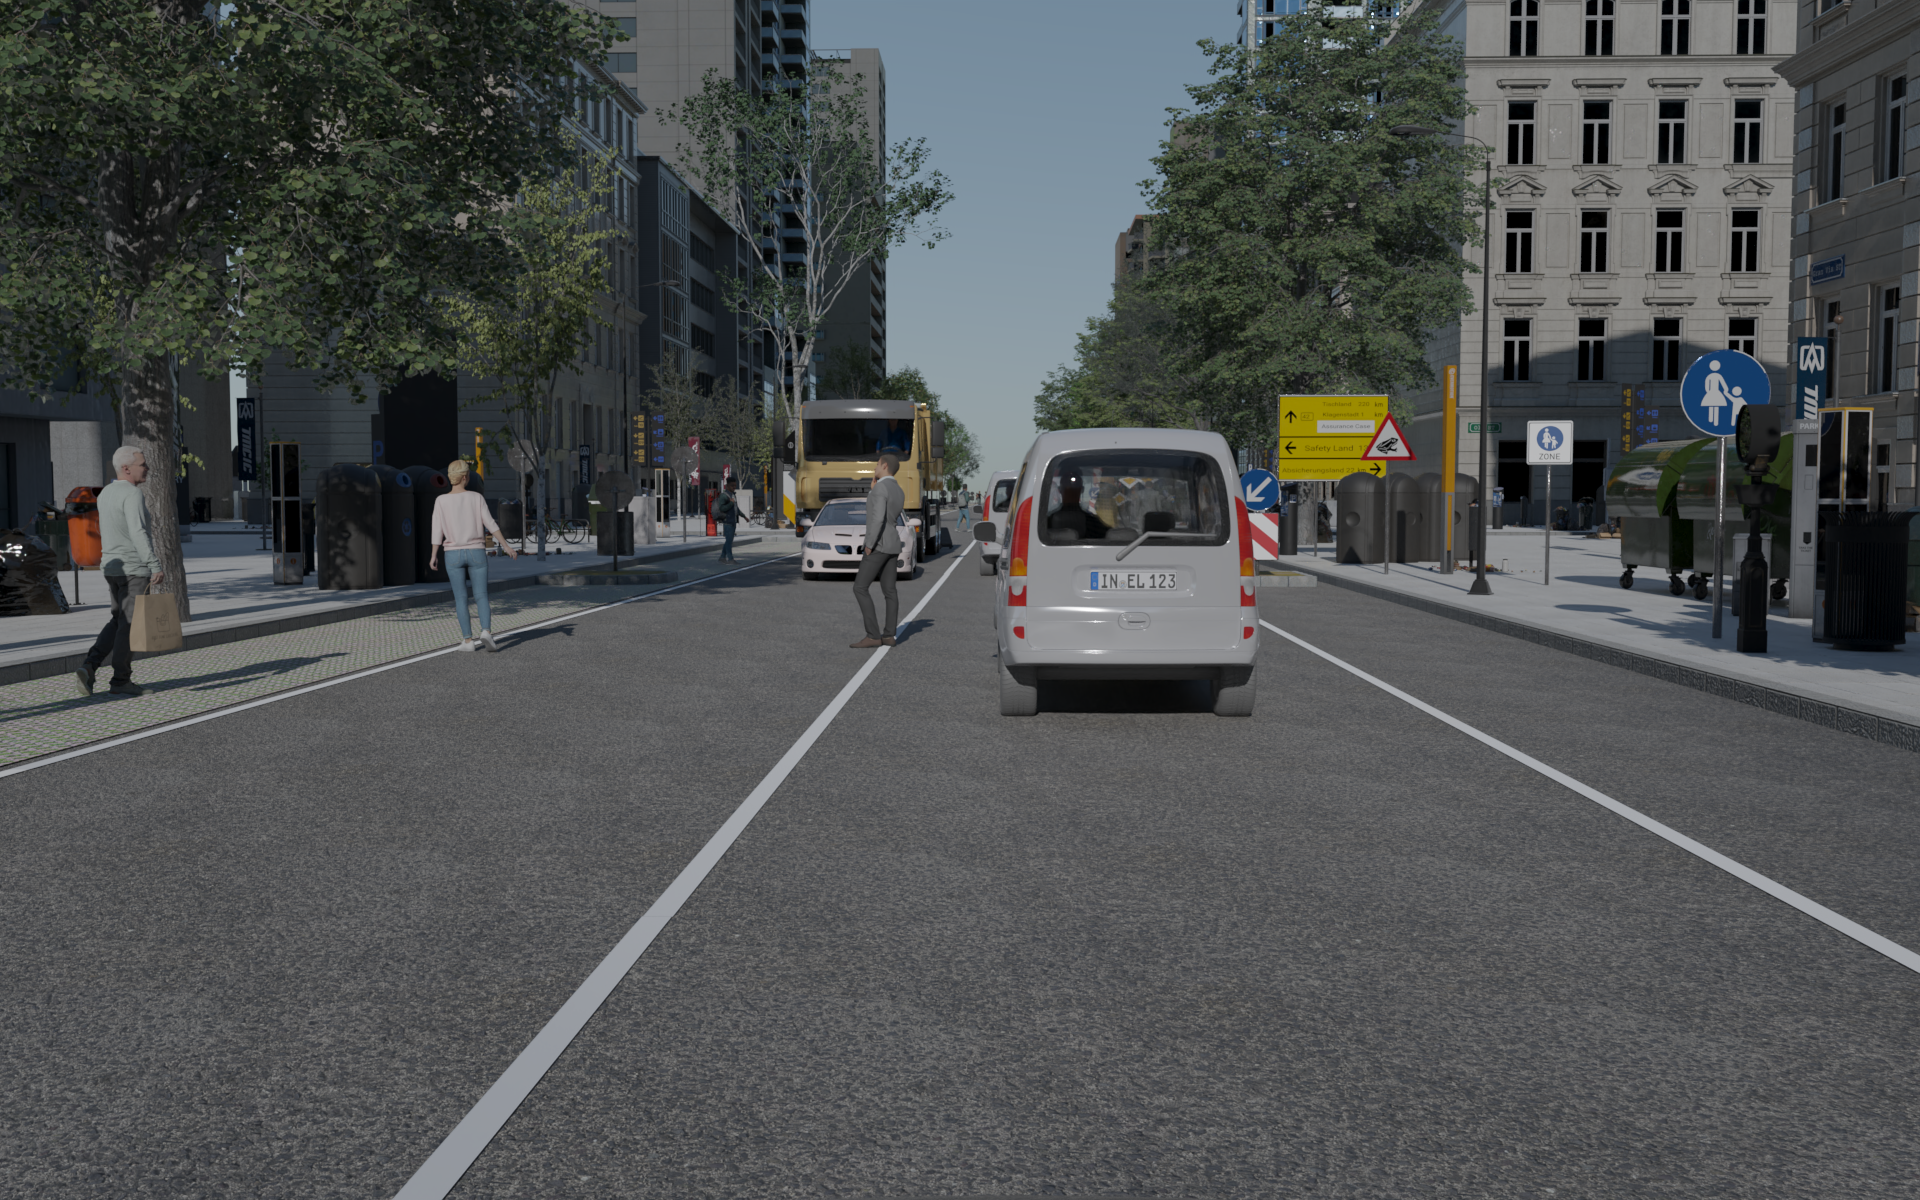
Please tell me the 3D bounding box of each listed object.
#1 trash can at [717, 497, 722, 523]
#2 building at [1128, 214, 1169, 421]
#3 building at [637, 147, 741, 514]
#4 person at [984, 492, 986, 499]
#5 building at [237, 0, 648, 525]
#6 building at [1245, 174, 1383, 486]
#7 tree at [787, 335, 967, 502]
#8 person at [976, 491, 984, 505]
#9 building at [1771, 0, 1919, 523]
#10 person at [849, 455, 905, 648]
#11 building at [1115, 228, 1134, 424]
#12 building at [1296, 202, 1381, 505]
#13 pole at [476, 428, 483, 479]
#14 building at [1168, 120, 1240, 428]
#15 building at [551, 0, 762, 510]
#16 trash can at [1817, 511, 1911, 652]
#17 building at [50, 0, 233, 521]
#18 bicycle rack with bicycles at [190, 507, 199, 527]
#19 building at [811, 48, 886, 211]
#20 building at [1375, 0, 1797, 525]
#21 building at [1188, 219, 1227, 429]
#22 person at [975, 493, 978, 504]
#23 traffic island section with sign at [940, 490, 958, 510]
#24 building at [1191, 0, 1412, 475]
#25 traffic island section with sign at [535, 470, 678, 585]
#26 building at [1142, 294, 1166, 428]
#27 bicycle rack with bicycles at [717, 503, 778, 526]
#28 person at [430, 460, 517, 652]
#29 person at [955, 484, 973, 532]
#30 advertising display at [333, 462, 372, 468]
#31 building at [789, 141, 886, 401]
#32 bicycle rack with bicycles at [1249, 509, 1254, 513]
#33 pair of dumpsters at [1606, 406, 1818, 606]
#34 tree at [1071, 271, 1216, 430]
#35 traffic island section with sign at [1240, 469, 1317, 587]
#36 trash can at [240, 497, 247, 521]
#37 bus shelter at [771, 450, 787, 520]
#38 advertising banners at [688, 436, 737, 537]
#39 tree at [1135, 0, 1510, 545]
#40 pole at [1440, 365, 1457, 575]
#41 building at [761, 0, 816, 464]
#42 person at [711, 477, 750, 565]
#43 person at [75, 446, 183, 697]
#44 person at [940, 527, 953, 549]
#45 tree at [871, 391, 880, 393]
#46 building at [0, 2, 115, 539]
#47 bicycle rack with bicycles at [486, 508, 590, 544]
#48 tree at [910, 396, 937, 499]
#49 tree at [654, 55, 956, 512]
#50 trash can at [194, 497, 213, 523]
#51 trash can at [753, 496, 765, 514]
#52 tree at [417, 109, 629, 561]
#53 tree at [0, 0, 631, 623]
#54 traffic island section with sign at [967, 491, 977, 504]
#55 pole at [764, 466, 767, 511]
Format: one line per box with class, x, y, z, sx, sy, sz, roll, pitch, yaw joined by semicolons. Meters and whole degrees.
trash can;-10.405;-3.946;76.166;0.748;1.137;0.748;0;3;0
building;36.977;-37.306;264.580;22.147;44.769;28.867;0;4;2
building;-23.455;-17.878;111.373;14.314;24.678;30.058;0;4;2
person;2.895;-11.662;199.850;0.721;1.739;1.217;-2;4;-24
building;-23.723;-17.523;83.757;12.463;27.353;25.104;0;4;2
building;26.571;-18.077;124.445;11.050;23.489;19.941;0;4;2
tree;-5.558;-10.200;101.183;8.767;10.594;7.601;-3;5;-43
person;2.319;-11.906;203.180;1.348;1.822;0.705;-3;5;-43
building;24.446;-14.084;27.540;12.463;27.353;25.104;0;4;2
person;-0.767;-0.462;16.239;0.473;1.802;0.592;3;4;38
building;32.861;-38.918;286.415;14.600;45.320;14.200;0;4;2
building;25.949;-14.702;105.011;10.561;19.102;19.286;0;4;2
pole;-14.775;-3.637;53.311;0.158;3.312;0.155;0;3;0
building;30.077;-31.124;192.473;14.154;41.232;14.086;0;4;2
building;-25.274;-43.256;145.493;20.563;71.187;20.611;0;4;2
trash can;7.470;-0.161;14.284;0.748;1.137;0.748;0;3;0
building;-45.474;-15.892;77.855;19.932;24.808;12.078;0;4;2
bicycle rack with bicycles;-31.761;-3.351;68.172;2.925;0.926;2.852;3;5;40
building;-20.412;-51.702;283.572;20.563;71.187;20.611;0;4;2
building;42.060;-18.400;77.259;44.131;29.872;17.030;0;4;2
building;30.319;-24.867;178.275;14.160;30.474;14.107;0;4;2
person;2.358;-14.624;249.073;0.593;1.643;0.415;1;4;14
traffic island section with sign;-1.458;-9.296;160.624;1.989;1.847;2.006;0;4;2
building;33.181;-51.454;153.952;22.319;86.520;31.000;0;4;2
traffic island section with sign;-5.650;-1.188;28.047;1.989;1.847;2.006;0;4;2
building;31.810;-28.804;242.638;14.160;30.474;14.107;0;4;2
bicycle rack with bicycles;-8.807;-3.487;70.395;2.925;0.926;2.852;-2;4;-29
person;-4.381;-0.400;15.712;0.731;1.740;0.598;-2;4;-31
person;0.147;-3.458;65.031;0.713;1.824;0.794;-1;4;-19
advertising display;-12.211;-1.832;35.162;0.974;1.923;0.123;0;4;1
building;-22.223;-37.760;241.077;21.300;48.544;21.600;0;4;2
bicycle rack with bicycles;17.007;-4.753;91.097;2.852;0.926;2.925;-2;4;-32
pair of dumpsters;9.469;-1.151;21.311;1.574;2.255;4.437;0;4;2
tree;9.420;-10.413;88.377;7.486;12.596;7.792;0;3;0
traffic island section with sign;4.567;-1.170;27.757;1.989;1.847;2.006;0;4;2
trash can;-33.421;-4.264;81.376;0.748;1.137;0.748;0;3;0
bus shelter;-8.351;-5.929;88.215;1.731;3.624;6.357;0;4;2
advertising banners;-7.464;-3.418;52.070;2.074;3.025;0.090;3;5;40
tree;8.610;-8.363;43.390;9.857;13.997;8.962;0;3;0
pole;7.780;-2.064;27.591;0.158;3.312;0.155;0;3;0
building;-25.375;-52.529;171.512;22.319;86.520;31.000;0;4;2
person;-4.629;-1.588;34.809;0.721;1.781;0.623;0;4;5
person;-5.821;-0.190;12.098;0.782;1.767;0.515;3;5;40
person;-0.880;-2.253;45.558;0.699;1.804;1.509;-2;4;-35
tree;-5.562;-10.274;118.347;4.737;8.622;4.395;0;3;0
building;-25.683;-16.018;33.599;14.107;30.474;14.160;0;4;2
bicycle rack with bicycles;-10.917;-1.948;45.240;2.925;0.926;2.852;2;4;27
tree;-4.260;-10.856;127.865;4.360;8.622;3.978;0;3;0
tree;-5.613;-13.275;72.938;12.611;20.169;13.585;0;3;0
trash can;-33.721;-4.010;77.223;0.748;1.137;0.748;0;3;0
trash can;-12.683;-5.964;109.159;0.748;1.137;0.748;0;3;0
tree;-8.215;-5.067;33.205;4.737;8.622;4.395;0;3;0
tree;-7.938;-6.743;16.911;9.857;13.997;8.962;0;3;0
traffic island section with sign;2.009;-15.999;270.216;1.989;1.847;2.006;0;4;2
pole;-14.034;-8.024;125.028;0.158;3.312;0.155;0;3;0
